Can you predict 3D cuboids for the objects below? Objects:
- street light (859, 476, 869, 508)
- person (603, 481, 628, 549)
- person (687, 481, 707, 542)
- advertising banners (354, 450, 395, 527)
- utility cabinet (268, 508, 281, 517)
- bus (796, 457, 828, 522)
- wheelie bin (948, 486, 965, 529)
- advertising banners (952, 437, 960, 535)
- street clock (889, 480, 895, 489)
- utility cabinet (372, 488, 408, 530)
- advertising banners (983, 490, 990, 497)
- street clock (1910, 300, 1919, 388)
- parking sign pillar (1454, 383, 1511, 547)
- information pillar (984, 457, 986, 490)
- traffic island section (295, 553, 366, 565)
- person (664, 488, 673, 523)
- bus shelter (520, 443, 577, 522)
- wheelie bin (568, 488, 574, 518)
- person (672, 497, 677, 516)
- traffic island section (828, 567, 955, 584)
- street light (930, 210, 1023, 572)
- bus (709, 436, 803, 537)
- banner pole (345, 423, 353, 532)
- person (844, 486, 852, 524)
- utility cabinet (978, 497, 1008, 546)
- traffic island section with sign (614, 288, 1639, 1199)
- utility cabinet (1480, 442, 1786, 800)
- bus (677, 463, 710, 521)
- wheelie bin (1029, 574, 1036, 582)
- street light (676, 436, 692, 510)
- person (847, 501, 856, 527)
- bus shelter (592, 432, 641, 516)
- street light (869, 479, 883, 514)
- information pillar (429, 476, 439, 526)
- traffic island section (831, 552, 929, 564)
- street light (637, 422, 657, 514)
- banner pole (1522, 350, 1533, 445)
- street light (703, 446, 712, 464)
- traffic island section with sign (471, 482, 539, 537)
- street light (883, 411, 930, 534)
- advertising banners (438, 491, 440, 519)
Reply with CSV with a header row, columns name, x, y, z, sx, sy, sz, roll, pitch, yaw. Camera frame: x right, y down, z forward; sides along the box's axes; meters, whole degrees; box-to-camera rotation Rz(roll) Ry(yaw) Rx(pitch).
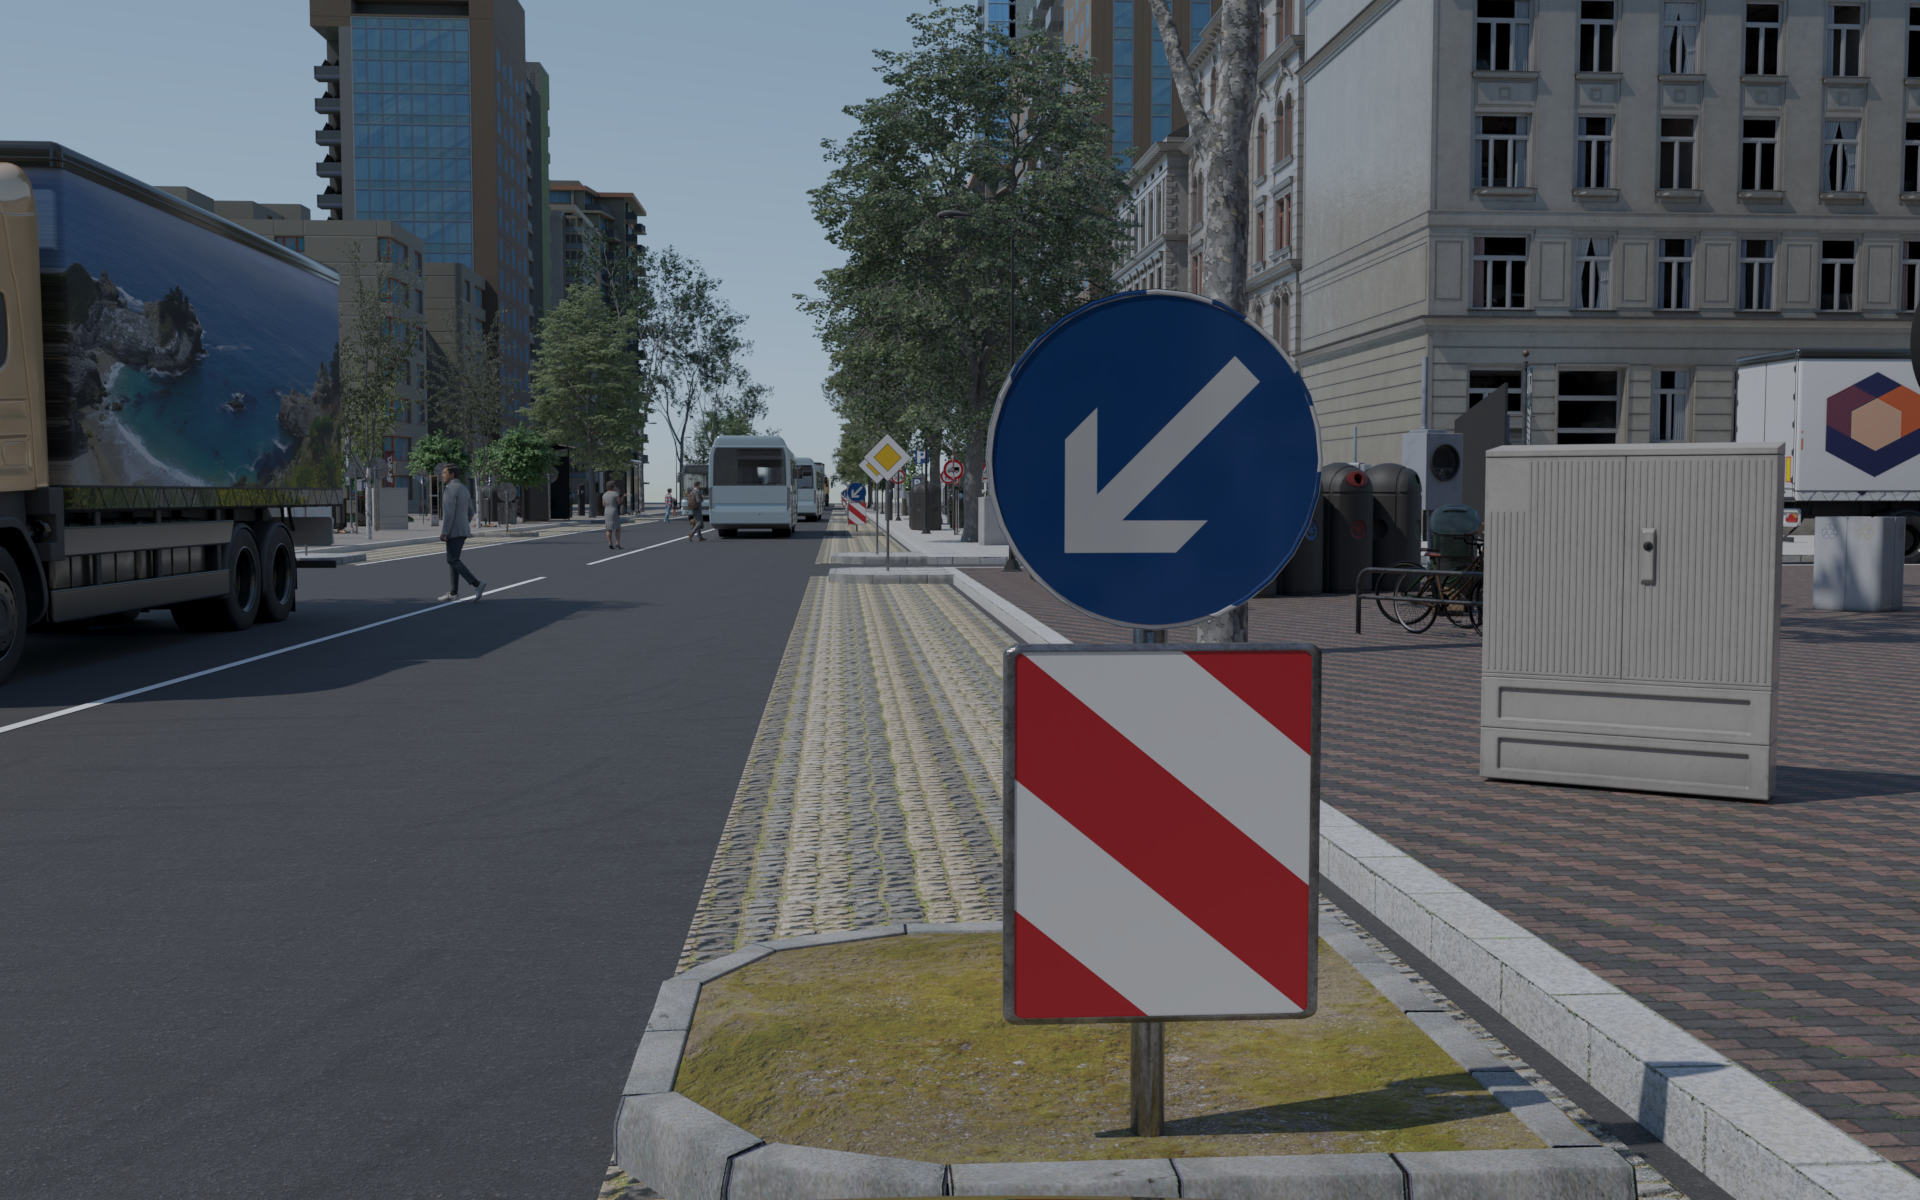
name,x,y,z,sx,sy,sz,roll,pitch,yaw
street light,-5.517,-8.457,110.808,1.470,5.913,1.316,0,4,-4
person,-8.906,-2.211,45.004,0.716,1.782,0.532,2,4,26
person,-7.982,-2.683,52.333,0.822,1.834,0.622,-3,5,-44
advertising banners,-23.252,-4.446,68.872,0.090,3.025,2.074,2,4,31
utility cabinet,-17.616,-2.159,43.975,1.173,1.500,0.318,-2,4,-30
bus,-8.799,-6.031,93.467,2.948,3.499,13.247,0,4,-3
wheelie bin,-0.078,-3.462,64.508,0.693,1.594,0.980,-1,4,-21
advertising banners,-0.141,-3.558,54.368,0.090,3.025,2.074,0,4,5
street clock,-3.635,-5.250,90.412,0.358,2.002,0.471,3,5,41
utility cabinet,-20.234,-3.229,61.479,1.173,1.500,0.318,-2,4,-30
advertising banners,1.555,-3.776,57.918,2.074,3.025,0.090,3,5,44
street clock,3.273,-0.060,5.546,0.471,2.002,0.358,-2,4,-26
parking sign pillar,12.809,-3.304,42.490,1.447,3.967,1.447,3,5,40
information pillar,1.251,-5.576,82.522,0.183,3.616,0.504,-1,4,-14
traffic island section,-13.599,-0.838,35.979,2.009,0.180,2.903,0,4,-4
person,-14.418,-4.659,85.514,0.643,1.720,0.563,-3,4,-36
bus shelter,-19.579,-5.583,82.558,1.731,3.624,6.357,0,4,-4
wheelie bin,-21.200,-5.220,93.253,0.980,1.594,0.693,-3,5,-40
person,-18.698,-6.157,112.348,0.628,1.438,0.799,1,4,8
traffic island section,-1.179,-0.401,28.836,2.009,0.180,2.903,0,4,-4
street light,0.325,-3.427,28.576,1.470,5.913,1.316,0,4,-4
bus,-7.122,-4.057,61.188,2.948,3.499,13.247,0,4,-4
banner pole,-20.945,-4.240,59.343,0.401,3.779,0.863,-2,4,-34
person,-5.265,-4.526,82.603,0.391,1.810,0.635,-2,4,-24
utility cabinet,0.941,-1.972,43.397,1.020,1.237,0.306,-3,4,-36
traffic island section with sign,0.225,0.274,4.145,1.989,1.847,2.006,0,4,-4
utility cabinet,2.892,0.072,7.500,1.173,1.500,0.318,2,4,30
bus,-13.342,-6.127,95.043,2.948,3.499,13.247,0,4,-2
wheelie bin,1.392,-1.059,25.216,0.693,1.594,0.980,-1,4,-20
street light,-22.328,-10.224,139.711,1.470,5.913,1.316,0,4,-4
person,-4.608,-3.754,74.127,0.590,1.304,0.306,3,5,44
bus shelter,-20.827,-7.763,104.548,2.179,5.291,8.768,0,4,-4
street light,-3.489,-6.738,82.709,1.470,5.913,1.316,0,4,-4
information pillar,-20.881,-3.932,68.776,0.304,2.012,0.304,-2,4,-25
traffic island section,-1.736,-0.888,36.802,2.009,0.180,2.903,0,4,-4
street light,-20.300,-8.537,112.122,1.470,5.913,1.316,0,4,-4
banner pole,9.773,-2.439,29.889,0.401,3.779,0.863,0,4,8
street light,-24.182,-11.887,166.889,1.470,5.913,1.316,0,4,-4
traffic island section with sign,-15.149,-3.008,57.802,1.989,1.847,2.006,0,4,-4
street light,-1.626,-5.076,55.532,1.470,5.913,1.316,0,4,-4
advertising banners,-27.267,-5.771,90.539,0.090,3.025,2.074,-1,4,-18
